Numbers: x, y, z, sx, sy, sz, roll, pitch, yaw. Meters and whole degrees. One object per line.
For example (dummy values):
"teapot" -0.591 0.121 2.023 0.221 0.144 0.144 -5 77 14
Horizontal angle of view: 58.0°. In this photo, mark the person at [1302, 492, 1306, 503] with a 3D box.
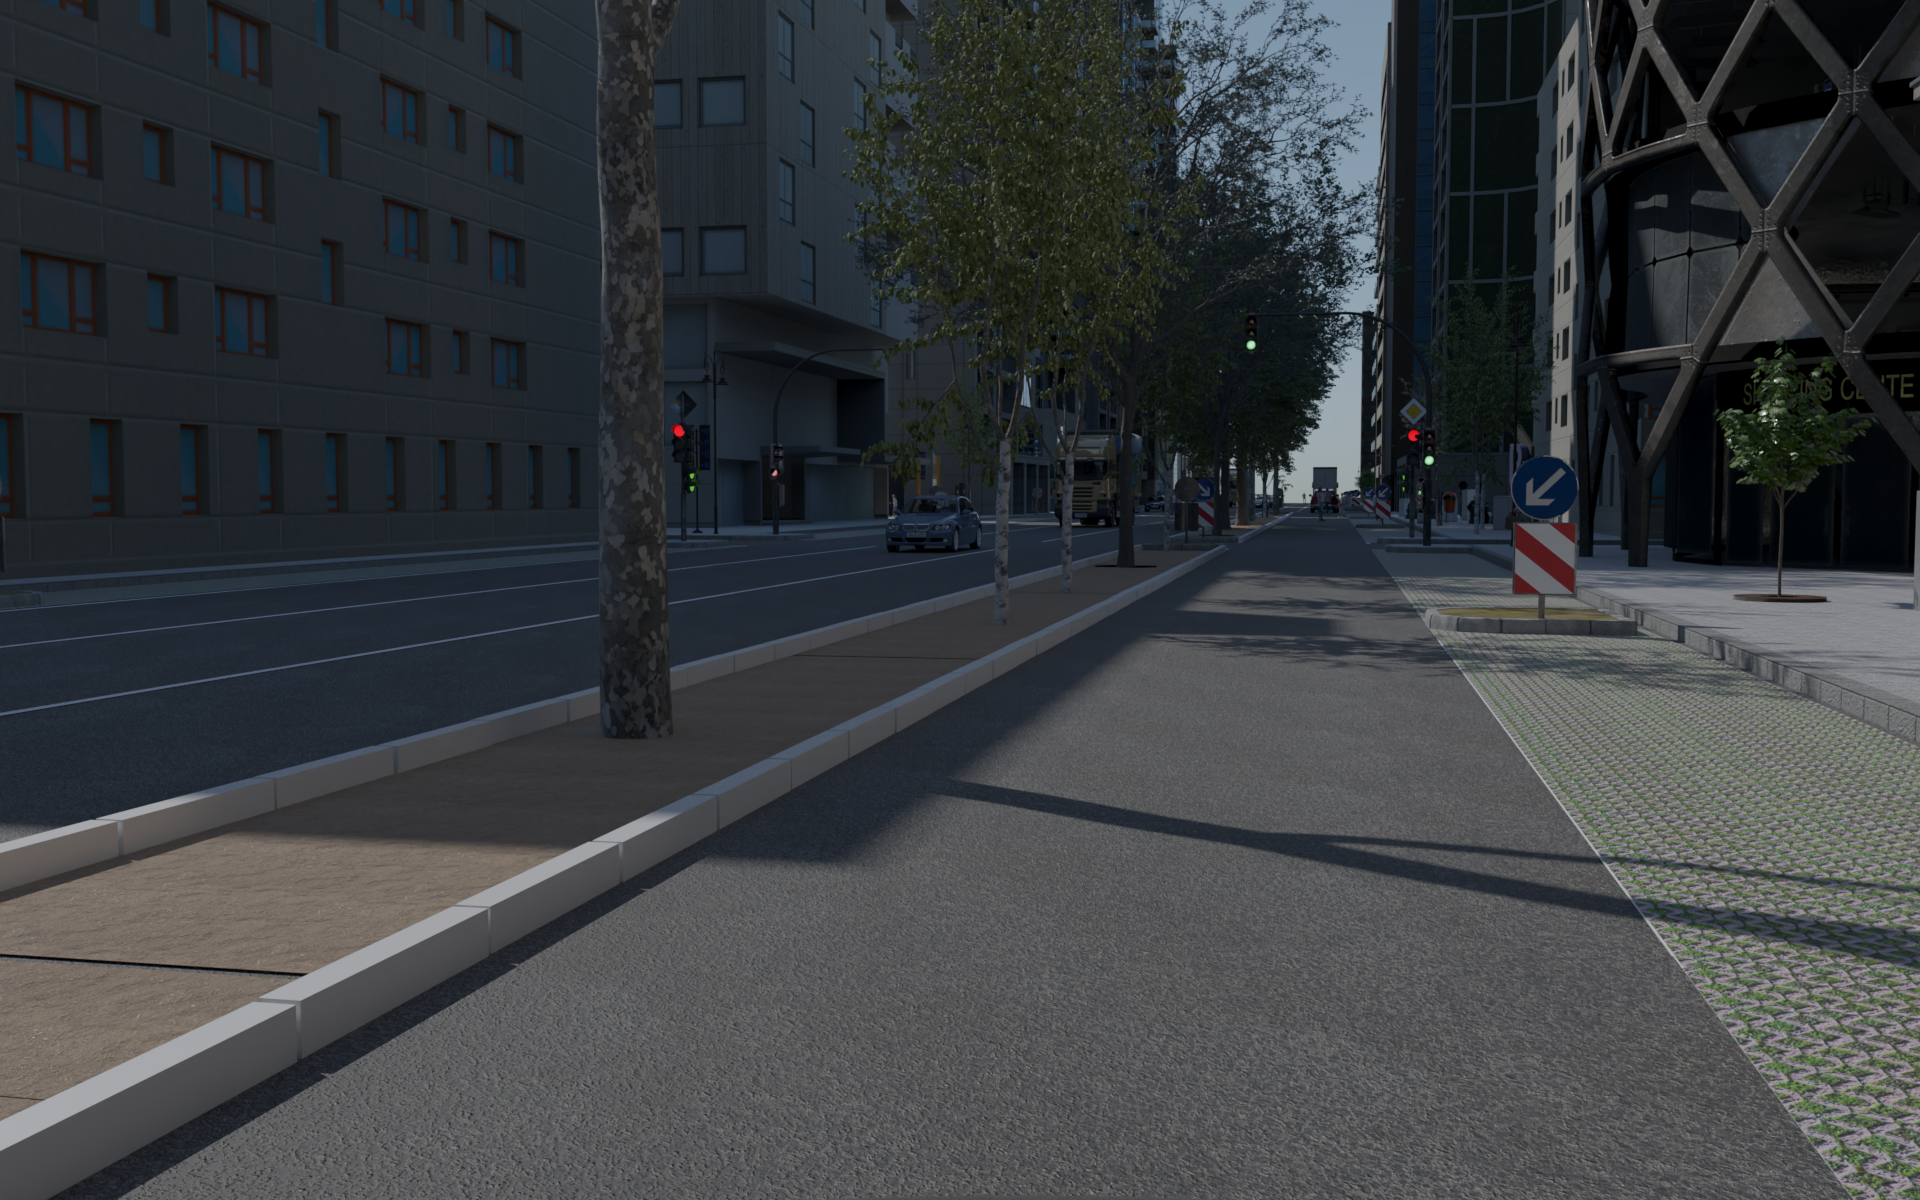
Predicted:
"person" 53.765 -15.962 270.423 0.756 1.711 0.436 3 5 43

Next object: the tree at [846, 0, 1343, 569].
"tree" 3.224 -7.375 33.411 12.009 13.543 11.850 0 3 0

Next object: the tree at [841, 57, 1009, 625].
"tree" 0.464 -4.038 18.849 4.737 8.622 4.395 0 3 0

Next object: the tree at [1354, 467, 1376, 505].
"tree" 49.459 -13.807 209.457 4.285 4.588 4.351 0 3 0

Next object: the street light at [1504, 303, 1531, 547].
"street light" 13.497 -4.237 42.068 0.468 5.910 1.993 1 4 12

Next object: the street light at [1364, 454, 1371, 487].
"street light" 46.707 -13.751 197.619 0.468 5.910 1.993 1 4 12

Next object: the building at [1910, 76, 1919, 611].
"building" 14.288 -13.378 6.117 14.401 28.519 23.554 1 4 12

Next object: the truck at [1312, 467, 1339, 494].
"truck" 38.684 -11.904 183.537 2.839 4.237 11.283 1 4 12

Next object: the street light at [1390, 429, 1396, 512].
"street light" 30.825 -9.211 123.393 0.468 5.910 1.993 1 4 12

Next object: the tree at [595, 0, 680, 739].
"tree" -0.908 -9.187 8.561 12.611 20.169 13.585 0 3 0

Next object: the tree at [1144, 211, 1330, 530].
"tree" 10.621 -9.039 68.370 7.486 12.596 7.792 0 3 0

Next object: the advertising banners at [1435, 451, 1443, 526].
"advertising banners" 19.430 -4.532 70.289 0.090 3.025 2.074 1 4 9

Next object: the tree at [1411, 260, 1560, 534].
"tree" 16.821 -6.418 55.294 4.737 8.622 4.395 0 3 0

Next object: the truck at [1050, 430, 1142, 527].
"truck" 6.258 -5.452 78.051 2.839 4.237 11.283 1 4 13

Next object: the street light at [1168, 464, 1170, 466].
"street light" 25.632 -14.613 211.706 0.468 5.910 1.993 1 4 12

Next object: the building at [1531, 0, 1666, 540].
"building" 36.176 -13.070 58.727 28.899 21.520 27.650 1 4 12

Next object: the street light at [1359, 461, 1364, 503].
"street light" 56.020 -16.381 240.619 0.468 5.910 1.993 1 4 12

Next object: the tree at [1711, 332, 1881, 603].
"tree" 9.872 -1.612 20.959 1.663 3.219 1.824 0 3 0

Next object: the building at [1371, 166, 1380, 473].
"building" 65.785 -37.155 227.085 23.786 49.044 30.456 1 4 12

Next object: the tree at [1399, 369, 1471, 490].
"tree" 27.470 -9.225 101.196 4.360 8.622 3.978 0 3 0

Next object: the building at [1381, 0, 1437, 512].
"building" 39.364 -29.321 129.509 14.600 45.320 14.200 1 4 12

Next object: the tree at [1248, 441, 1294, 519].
"tree" 17.272 -8.875 97.933 4.360 8.622 3.978 0 3 0

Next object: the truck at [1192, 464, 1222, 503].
"truck" 22.013 -10.004 152.472 2.839 4.237 11.283 1 4 12

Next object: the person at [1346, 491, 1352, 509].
"person" 35.748 -9.167 159.046 0.551 1.740 0.621 -1 4 -9

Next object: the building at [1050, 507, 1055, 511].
"building" -0.499 -50.919 145.193 22.319 86.520 31.000 1 4 12

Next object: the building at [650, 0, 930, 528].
"building" -17.440 -29.884 77.846 28.713 52.752 27.495 1 4 12

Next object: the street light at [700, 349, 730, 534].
"street light" -7.828 -5.052 55.384 0.468 5.910 1.993 1 4 12

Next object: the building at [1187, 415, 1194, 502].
"building" 33.661 -31.029 279.023 14.160 30.474 14.107 1 4 12

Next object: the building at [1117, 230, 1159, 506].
"building" 14.116 -25.532 189.143 14.160 30.474 14.107 1 4 12

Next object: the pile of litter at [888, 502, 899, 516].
"pile of litter" -4.135 -5.435 102.827 1.719 0.858 1.176 3 4 37

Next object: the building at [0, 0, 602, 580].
"building" -26.534 -11.739 36.966 28.899 21.520 27.650 1 4 12

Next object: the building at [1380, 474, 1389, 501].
"building" 52.643 -27.827 146.851 32.217 40.220 23.993 1 4 12

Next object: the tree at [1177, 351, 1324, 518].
"tree" 18.446 -10.812 104.984 9.928 11.665 9.643 0 3 0

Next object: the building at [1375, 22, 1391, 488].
"building" 52.316 -33.415 170.031 21.300 48.544 21.600 1 4 12

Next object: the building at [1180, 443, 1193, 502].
"building" 23.374 -39.040 257.907 23.786 49.044 30.456 1 4 12

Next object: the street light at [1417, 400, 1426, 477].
"street light" 22.633 -6.862 84.975 0.468 5.910 1.993 1 4 12

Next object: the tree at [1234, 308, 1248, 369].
"tree" 5.148 -5.515 42.985 4.737 8.622 4.395 0 3 0

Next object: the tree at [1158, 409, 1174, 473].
"tree" 22.262 -16.814 200.665 9.928 11.665 9.643 0 3 0

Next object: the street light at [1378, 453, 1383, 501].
"street light" 38.634 -11.416 159.438 0.468 5.910 1.993 1 4 12

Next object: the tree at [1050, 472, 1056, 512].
"tree" 7.392 -8.055 126.306 1.663 3.219 1.824 0 3 0

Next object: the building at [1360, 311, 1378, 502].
"building" 70.005 -30.563 271.413 14.160 30.474 14.107 1 4 12

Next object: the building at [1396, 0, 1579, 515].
"building" 39.186 -41.093 110.118 20.563 71.187 20.611 1 4 12

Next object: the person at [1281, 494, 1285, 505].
"person" 41.698 -13.069 223.653 0.593 1.643 0.415 -2 4 -25

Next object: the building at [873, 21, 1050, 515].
"building" -4.794 -41.311 113.692 20.563 71.187 20.611 1 4 12

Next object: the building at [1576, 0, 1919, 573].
"building" 20.385 -10.079 32.236 16.820 18.784 16.811 1 4 12

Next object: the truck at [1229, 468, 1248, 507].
"truck" 30.369 -12.313 190.226 2.839 4.237 11.283 1 4 10

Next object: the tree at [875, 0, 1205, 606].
"tree" 1.552 -4.415 25.010 4.737 8.622 4.395 0 3 0

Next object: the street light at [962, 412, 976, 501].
"street light" 0.491 -7.424 94.165 0.468 5.910 1.993 1 4 12

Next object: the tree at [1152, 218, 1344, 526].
"tree" 12.715 -10.294 77.421 9.857 13.997 8.962 0 3 0

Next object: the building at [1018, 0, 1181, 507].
"building" 18.282 -55.853 225.872 22.319 86.520 31.000 1 4 12

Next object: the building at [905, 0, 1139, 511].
"building" 7.243 -44.856 171.648 20.563 71.187 20.611 1 4 12
